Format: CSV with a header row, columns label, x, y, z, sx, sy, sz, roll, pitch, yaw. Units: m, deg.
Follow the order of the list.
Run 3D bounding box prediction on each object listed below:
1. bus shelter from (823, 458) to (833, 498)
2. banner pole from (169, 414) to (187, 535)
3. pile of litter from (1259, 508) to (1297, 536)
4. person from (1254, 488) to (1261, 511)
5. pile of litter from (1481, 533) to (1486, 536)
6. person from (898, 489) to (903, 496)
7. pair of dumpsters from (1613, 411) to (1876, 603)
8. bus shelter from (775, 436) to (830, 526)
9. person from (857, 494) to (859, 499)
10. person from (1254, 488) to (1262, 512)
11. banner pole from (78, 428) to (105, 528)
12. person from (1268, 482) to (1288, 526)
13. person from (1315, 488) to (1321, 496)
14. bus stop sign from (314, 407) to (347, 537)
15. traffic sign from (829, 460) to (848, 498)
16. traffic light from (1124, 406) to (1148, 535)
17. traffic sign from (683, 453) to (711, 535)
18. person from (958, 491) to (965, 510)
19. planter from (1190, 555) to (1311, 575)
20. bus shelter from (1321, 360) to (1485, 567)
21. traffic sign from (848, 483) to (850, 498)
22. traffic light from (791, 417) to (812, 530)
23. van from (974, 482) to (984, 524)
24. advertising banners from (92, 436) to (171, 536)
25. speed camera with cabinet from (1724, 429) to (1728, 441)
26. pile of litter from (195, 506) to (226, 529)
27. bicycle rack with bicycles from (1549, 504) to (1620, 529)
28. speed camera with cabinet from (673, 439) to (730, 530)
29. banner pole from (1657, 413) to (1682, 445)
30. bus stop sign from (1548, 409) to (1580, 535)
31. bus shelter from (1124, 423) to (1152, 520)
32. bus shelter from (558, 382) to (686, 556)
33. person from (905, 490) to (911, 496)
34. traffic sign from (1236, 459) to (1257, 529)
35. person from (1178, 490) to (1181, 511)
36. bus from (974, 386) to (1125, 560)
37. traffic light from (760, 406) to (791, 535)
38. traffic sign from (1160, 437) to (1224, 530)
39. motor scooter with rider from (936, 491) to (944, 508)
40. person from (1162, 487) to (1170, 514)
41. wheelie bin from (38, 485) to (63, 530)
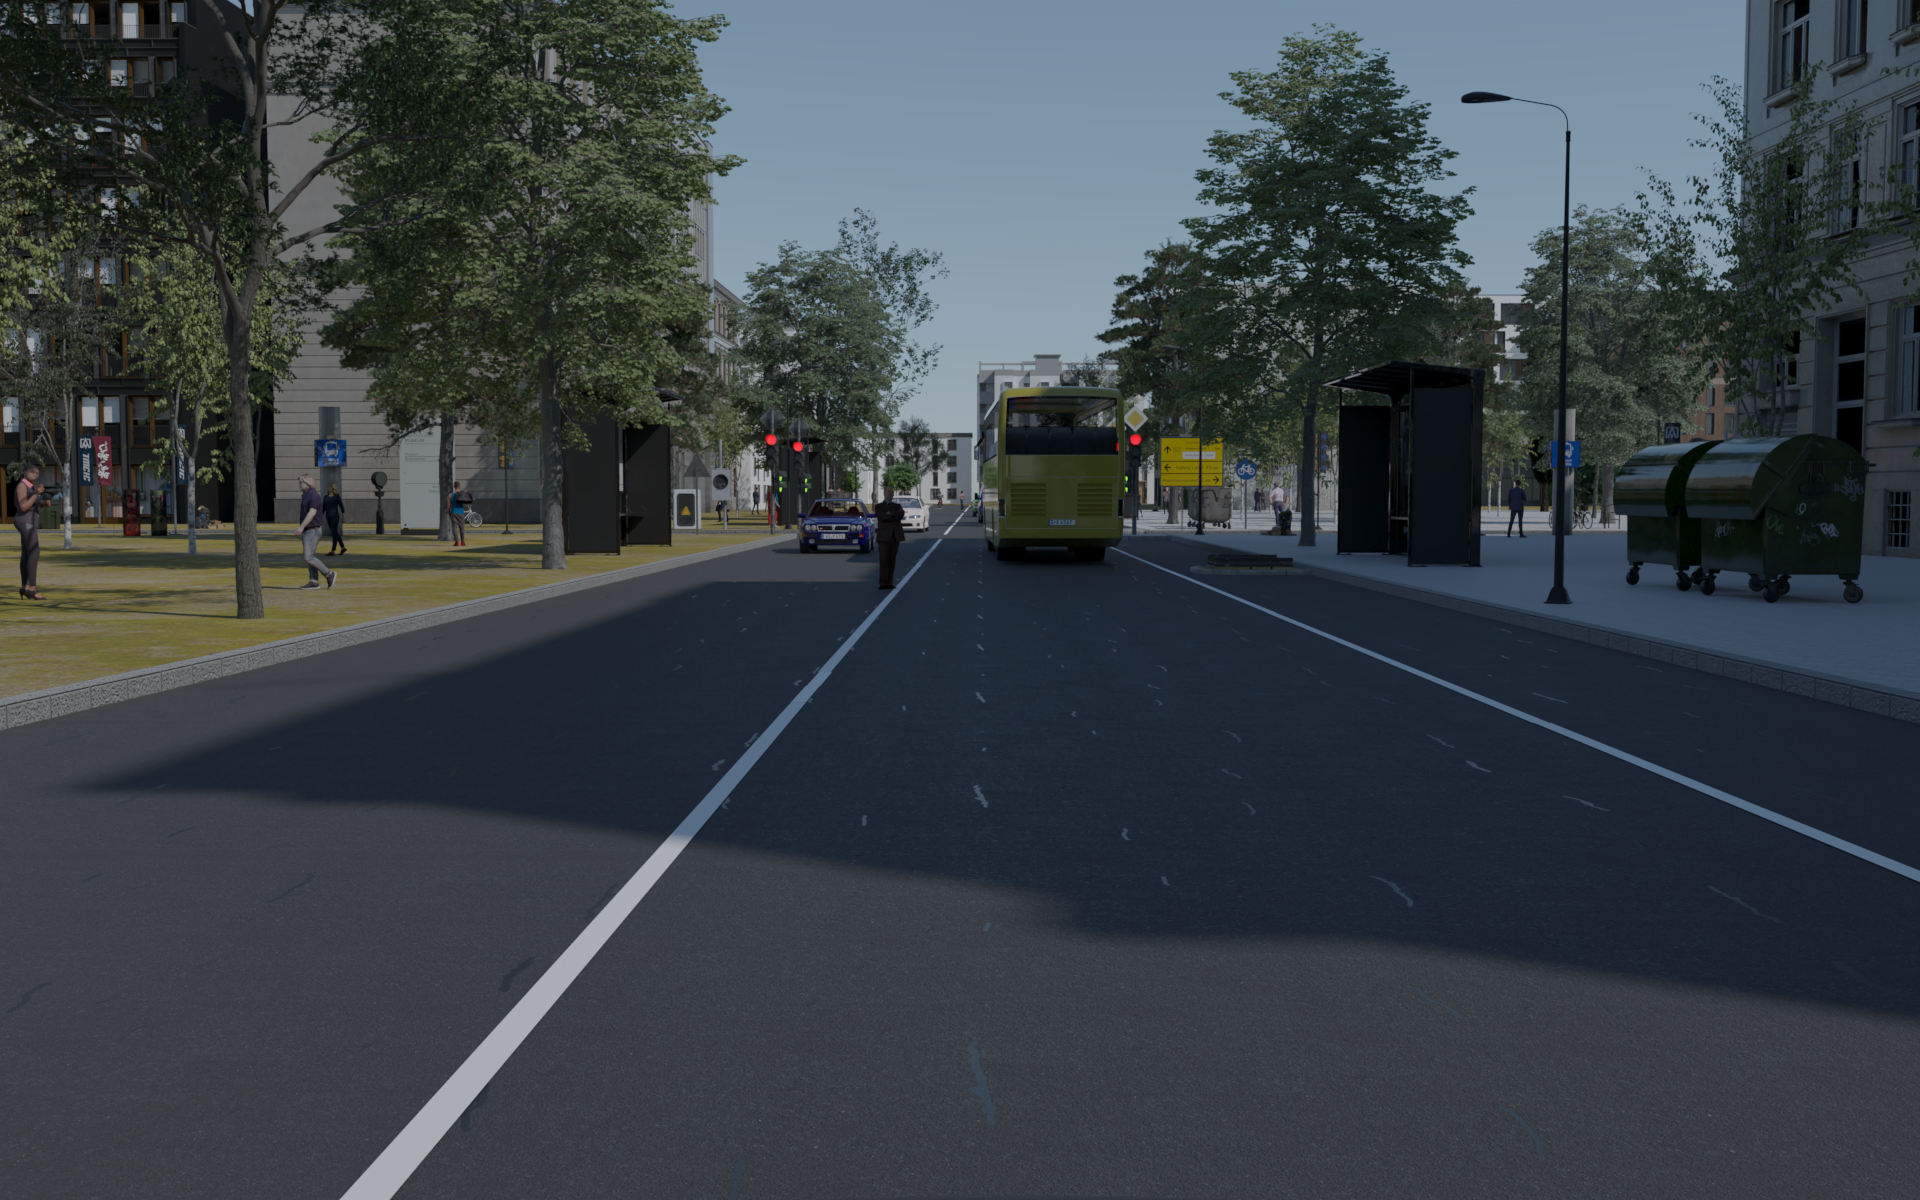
label,x,y,z,sx,sy,sz,roll,pitch,yaw
bus shelter,-8.542,-7.295,96.901,2.179,5.291,8.768,0,4,1
banner pole,-24.715,-3.962,54.789,0.401,3.779,0.863,1,4,11
pile of litter,9.852,-2.430,53.695,1.176,0.858,1.719,1,4,13
person,22.460,-7.571,130.647,0.431,1.722,0.655,-1,4,-12
pile of litter,15.763,-2.449,54.006,1.176,0.858,1.719,0,4,7
person,-5.545,-9.412,160.380,0.568,1.767,0.683,-3,5,-44
pair of dumpsters,9.975,-1.211,22.298,1.574,2.255,4.436,0,4,1
bus shelter,-6.558,-4.973,72.590,1.731,3.624,6.357,0,4,0
person,-12.179,-12.221,206.569,0.721,1.743,1.217,0,4,8
person,21.527,-7.232,125.207,0.541,1.710,0.530,2,4,27
banner pole,-32.686,-4.597,65.170,0.863,3.779,0.401,-1,4,-17
person,11.453,-3.395,62.498,0.756,1.711,0.436,0,4,-4
person,17.281,-4.776,84.929,0.742,1.727,0.445,-1,4,-11
bus stop sign,-19.026,-3.875,52.373,0.837,3.901,0.837,-2,4,-26
traffic sign,-7.765,-6.636,102.372,2.265,3.308,0.079,0,4,2
traffic light,5.472,-3.989,54.463,0.839,4.213,0.868,0,4,1
traffic sign,-8.254,-3.323,54.340,0.884,2.594,0.081,0,4,5
person,0.102,-9.165,159.054,0.721,1.736,1.217,2,4,28
planter,5.240,-0.642,31.642,1.991,0.319,1.994,0,4,1
bus shelter,8.442,-2.582,33.495,1.731,3.624,6.357,0,4,1
traffic sign,-6.450,-6.196,101.308,0.884,2.594,0.081,0,4,1
traffic light,-5.795,-4.484,62.564,0.839,4.213,0.868,0,4,1
van,1.873,-4.966,85.583,2.240,2.365,5.245,0,4,-1
advertising banners,-25.062,-3.438,52.404,2.074,3.025,0.090,-2,4,-29
speed camera with cabinet,23.275,-3.517,51.839,0.660,3.252,2.038,1,4,10
pile of litter,-27.850,-3.084,64.394,1.176,0.858,1.719,1,4,8
bicycle rack with bicycles,23.192,-3.103,64.120,2.852,0.926,2.925,1,4,10
speed camera with cabinet,-9.306,-4.159,62.343,2.038,3.252,0.660,-1,4,-9
banner pole,21.753,-3.876,53.391,0.863,3.779,0.401,2,4,25
bus stop sign,18.782,-3.969,53.906,0.837,3.901,0.837,1,4,11
bus shelter,8.407,-6.769,88.311,2.179,5.291,8.768,0,4,1
bus shelter,-7.577,-2.929,39.167,1.731,3.624,6.357,0,4,1
person,-5.869,-11.499,194.847,0.742,1.727,0.445,0,4,6
traffic sign,10.384,-3.839,62.882,0.768,2.556,0.104,0,4,8
person,16.492,-7.545,131.612,0.471,1.553,0.569,0,4,-6
bus,1.914,-2.981,40.284,2.896,3.916,12.252,0,4,-1
traffic light,-5.889,-3.996,54.579,0.839,4.213,0.868,0,4,1
traffic sign,8.222,-4.136,61.491,2.265,3.308,0.079,0,4,2
motor scooter with rider,-2.048,-10.194,175.643,0.876,1.779,1.986,0,4,2
person,12.999,-6.244,108.660,0.617,1.759,0.750,0,4,2
wheelie bin,-33.033,-3.361,62.866,0.693,1.594,0.980,2,4,34
